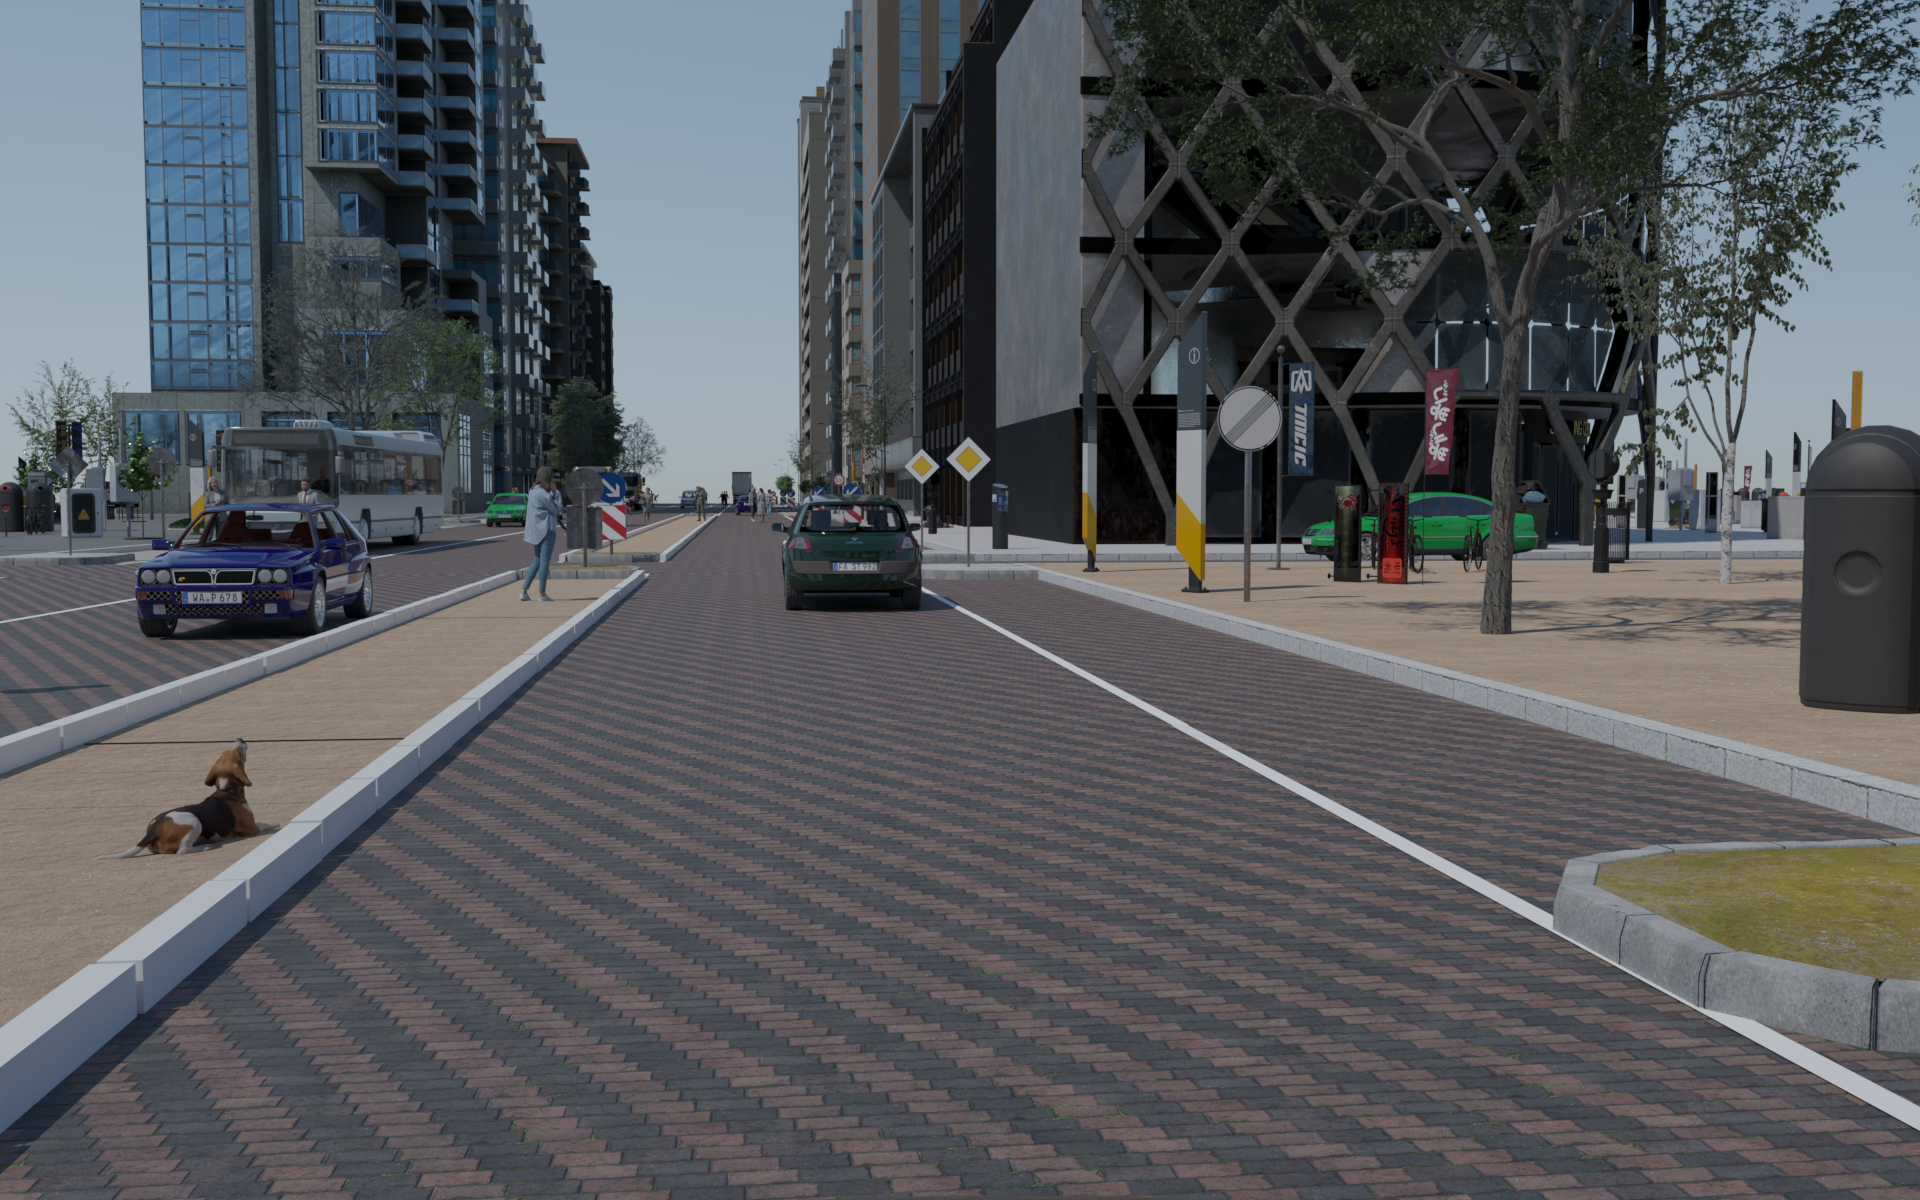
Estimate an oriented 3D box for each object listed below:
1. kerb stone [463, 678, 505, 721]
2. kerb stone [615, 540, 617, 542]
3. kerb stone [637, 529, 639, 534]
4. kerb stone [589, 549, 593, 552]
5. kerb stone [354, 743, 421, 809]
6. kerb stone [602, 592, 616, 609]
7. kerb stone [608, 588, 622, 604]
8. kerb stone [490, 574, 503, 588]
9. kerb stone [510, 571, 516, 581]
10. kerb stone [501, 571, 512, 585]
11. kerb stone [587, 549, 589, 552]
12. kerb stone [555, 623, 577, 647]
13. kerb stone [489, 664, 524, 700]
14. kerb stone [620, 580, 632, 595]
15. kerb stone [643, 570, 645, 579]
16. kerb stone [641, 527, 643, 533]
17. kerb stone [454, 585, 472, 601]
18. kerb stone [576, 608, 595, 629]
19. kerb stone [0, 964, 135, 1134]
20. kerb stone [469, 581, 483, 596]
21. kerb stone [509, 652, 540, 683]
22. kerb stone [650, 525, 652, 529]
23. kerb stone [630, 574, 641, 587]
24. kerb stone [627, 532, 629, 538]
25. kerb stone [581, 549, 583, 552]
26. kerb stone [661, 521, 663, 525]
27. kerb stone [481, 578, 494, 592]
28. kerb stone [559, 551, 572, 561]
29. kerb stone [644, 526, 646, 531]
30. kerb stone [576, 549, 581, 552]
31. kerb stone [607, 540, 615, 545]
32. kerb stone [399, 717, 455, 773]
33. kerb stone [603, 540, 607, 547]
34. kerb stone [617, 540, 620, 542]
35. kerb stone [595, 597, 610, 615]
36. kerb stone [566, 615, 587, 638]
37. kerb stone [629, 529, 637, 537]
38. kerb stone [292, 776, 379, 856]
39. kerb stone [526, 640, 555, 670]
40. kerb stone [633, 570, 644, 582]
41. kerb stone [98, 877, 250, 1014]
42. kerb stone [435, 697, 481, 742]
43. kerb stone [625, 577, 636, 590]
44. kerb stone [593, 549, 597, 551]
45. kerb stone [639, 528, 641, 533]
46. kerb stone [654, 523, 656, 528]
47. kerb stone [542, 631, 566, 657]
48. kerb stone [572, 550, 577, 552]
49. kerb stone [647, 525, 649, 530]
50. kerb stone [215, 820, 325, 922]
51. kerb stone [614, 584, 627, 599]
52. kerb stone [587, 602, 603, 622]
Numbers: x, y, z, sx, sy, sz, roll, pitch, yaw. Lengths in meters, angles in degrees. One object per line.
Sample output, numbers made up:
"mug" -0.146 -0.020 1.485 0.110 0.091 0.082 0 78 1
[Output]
"kerb stone" -3.140 0.661 11.386 0.120 0.150 1.000 0 4 -7
"kerb stone" -10.121 -1.717 50.297 0.120 0.150 1.000 0 4 -7
"kerb stone" -11.390 -2.341 60.475 0.120 0.150 1.000 0 4 -7
"kerb stone" -9.101 -1.221 42.173 0.120 0.150 1.000 0 4 -7
"kerb stone" -2.759 0.849 8.331 0.120 0.150 1.000 0 4 -7
"kerb stone" -4.409 0.039 21.564 0.120 0.150 1.000 0 4 -7
"kerb stone" -4.541 -0.024 22.582 0.120 0.150 1.000 0 4 -7
"kerb stone" -7.132 -0.256 26.382 0.120 0.150 1.000 0 4 -7
"kerb stone" -7.386 -0.380 28.415 0.120 0.150 1.000 0 4 -7
"kerb stone" -7.259 -0.318 27.396 0.120 0.150 1.000 0 4 -7
"kerb stone" -8.984 -1.156 41.158 0.120 0.150 1.000 0 4 -7
"kerb stone" -3.780 0.354 16.471 0.120 0.150 1.000 0 4 -7
"kerb stone" -3.269 0.601 12.400 0.120 0.150 1.000 0 4 -7
"kerb stone" -4.792 -0.148 24.619 0.120 0.150 1.000 0 4 -7
"kerb stone" -5.309 -0.397 28.682 0.120 0.150 1.000 0 4 -7
"kerb stone" -11.641 -2.467 62.523 0.120 0.150 1.000 0 4 -7
"kerb stone" -6.747 -0.069 23.320 0.120 0.150 1.000 0 4 -7
"kerb stone" -4.035 0.226 18.521 0.120 0.150 1.000 0 4 -7
"kerb stone" -2.255 1.099 4.243 0.120 0.150 1.000 0 4 -7
"kerb stone" -6.880 -0.130 24.341 0.120 0.150 1.000 0 4 -7
"kerb stone" -3.399 0.545 13.422 0.120 0.150 1.000 0 4 -7
"kerb stone" -12.407 -2.839 68.619 0.120 0.150 1.000 0 4 -7
"kerb stone" -5.044 -0.268 26.655 0.120 0.150 1.000 0 4 -7
"kerb stone" -10.751 -2.030 55.392 0.120 0.150 1.000 0 4 -7
"kerb stone" -8.843 -1.094 40.137 0.120 0.150 1.000 0 4 -7
"kerb stone" -13.556 -3.400 77.782 0.120 0.150 1.000 0 4 -7
"kerb stone" -7.003 -0.189 25.368 0.120 0.150 1.000 0 4 -7
"kerb stone" -8.467 -0.910 37.078 0.120 0.150 1.000 0 4 -7
"kerb stone" -11.900 -2.591 64.552 0.120 0.150 1.000 0 4 -7
"kerb stone" -8.721 -1.035 39.117 0.120 0.150 1.000 0 4 -7
"kerb stone" -9.994 -1.651 49.282 0.120 0.150 1.000 0 4 -7
"kerb stone" -2.885 0.786 9.347 0.120 0.150 1.000 0 4 -7
"kerb stone" -9.606 -1.470 46.237 0.120 0.150 1.000 0 4 -7
"kerb stone" -10.249 -1.781 51.320 0.120 0.150 1.000 0 4 -7
"kerb stone" -4.284 0.102 20.550 0.120 0.150 1.000 0 4 -7
"kerb stone" -3.901 0.287 17.497 0.120 0.150 1.000 0 4 -7
"kerb stone" -11.261 -2.278 59.459 0.120 0.150 1.000 0 4 -7
"kerb stone" -2.631 0.911 7.305 0.120 0.150 1.000 0 4 -7
"kerb stone" -3.517 0.475 14.437 0.120 0.150 1.000 0 4 -7
"kerb stone" -5.175 -0.335 27.669 0.120 0.150 1.000 0 4 -7
"kerb stone" -2.371 1.036 5.259 0.120 0.150 1.000 0 4 -7
"kerb stone" -3.018 0.728 10.365 0.120 0.150 1.000 0 4 -7
"kerb stone" -4.919 -0.210 25.634 0.120 0.150 1.000 0 4 -7
"kerb stone" -9.357 -1.346 44.201 0.120 0.150 1.000 0 4 -7
"kerb stone" -11.516 -2.404 61.501 0.120 0.150 1.000 0 4 -7
"kerb stone" -12.787 -3.024 71.669 0.120 0.150 1.000 0 4 -7
"kerb stone" -3.649 0.412 15.454 0.120 0.150 1.000 0 4 -7
"kerb stone" -8.586 -0.969 38.094 0.120 0.150 1.000 0 4 -7
"kerb stone" -12.155 -2.714 66.587 0.120 0.150 1.000 0 4 -7
"kerb stone" -2.496 0.977 6.279 0.120 0.150 1.000 0 4 -7
"kerb stone" -4.662 -0.086 23.598 0.120 0.150 1.000 0 4 -7
"kerb stone" -4.156 0.163 19.536 0.120 0.150 1.000 0 4 -7
